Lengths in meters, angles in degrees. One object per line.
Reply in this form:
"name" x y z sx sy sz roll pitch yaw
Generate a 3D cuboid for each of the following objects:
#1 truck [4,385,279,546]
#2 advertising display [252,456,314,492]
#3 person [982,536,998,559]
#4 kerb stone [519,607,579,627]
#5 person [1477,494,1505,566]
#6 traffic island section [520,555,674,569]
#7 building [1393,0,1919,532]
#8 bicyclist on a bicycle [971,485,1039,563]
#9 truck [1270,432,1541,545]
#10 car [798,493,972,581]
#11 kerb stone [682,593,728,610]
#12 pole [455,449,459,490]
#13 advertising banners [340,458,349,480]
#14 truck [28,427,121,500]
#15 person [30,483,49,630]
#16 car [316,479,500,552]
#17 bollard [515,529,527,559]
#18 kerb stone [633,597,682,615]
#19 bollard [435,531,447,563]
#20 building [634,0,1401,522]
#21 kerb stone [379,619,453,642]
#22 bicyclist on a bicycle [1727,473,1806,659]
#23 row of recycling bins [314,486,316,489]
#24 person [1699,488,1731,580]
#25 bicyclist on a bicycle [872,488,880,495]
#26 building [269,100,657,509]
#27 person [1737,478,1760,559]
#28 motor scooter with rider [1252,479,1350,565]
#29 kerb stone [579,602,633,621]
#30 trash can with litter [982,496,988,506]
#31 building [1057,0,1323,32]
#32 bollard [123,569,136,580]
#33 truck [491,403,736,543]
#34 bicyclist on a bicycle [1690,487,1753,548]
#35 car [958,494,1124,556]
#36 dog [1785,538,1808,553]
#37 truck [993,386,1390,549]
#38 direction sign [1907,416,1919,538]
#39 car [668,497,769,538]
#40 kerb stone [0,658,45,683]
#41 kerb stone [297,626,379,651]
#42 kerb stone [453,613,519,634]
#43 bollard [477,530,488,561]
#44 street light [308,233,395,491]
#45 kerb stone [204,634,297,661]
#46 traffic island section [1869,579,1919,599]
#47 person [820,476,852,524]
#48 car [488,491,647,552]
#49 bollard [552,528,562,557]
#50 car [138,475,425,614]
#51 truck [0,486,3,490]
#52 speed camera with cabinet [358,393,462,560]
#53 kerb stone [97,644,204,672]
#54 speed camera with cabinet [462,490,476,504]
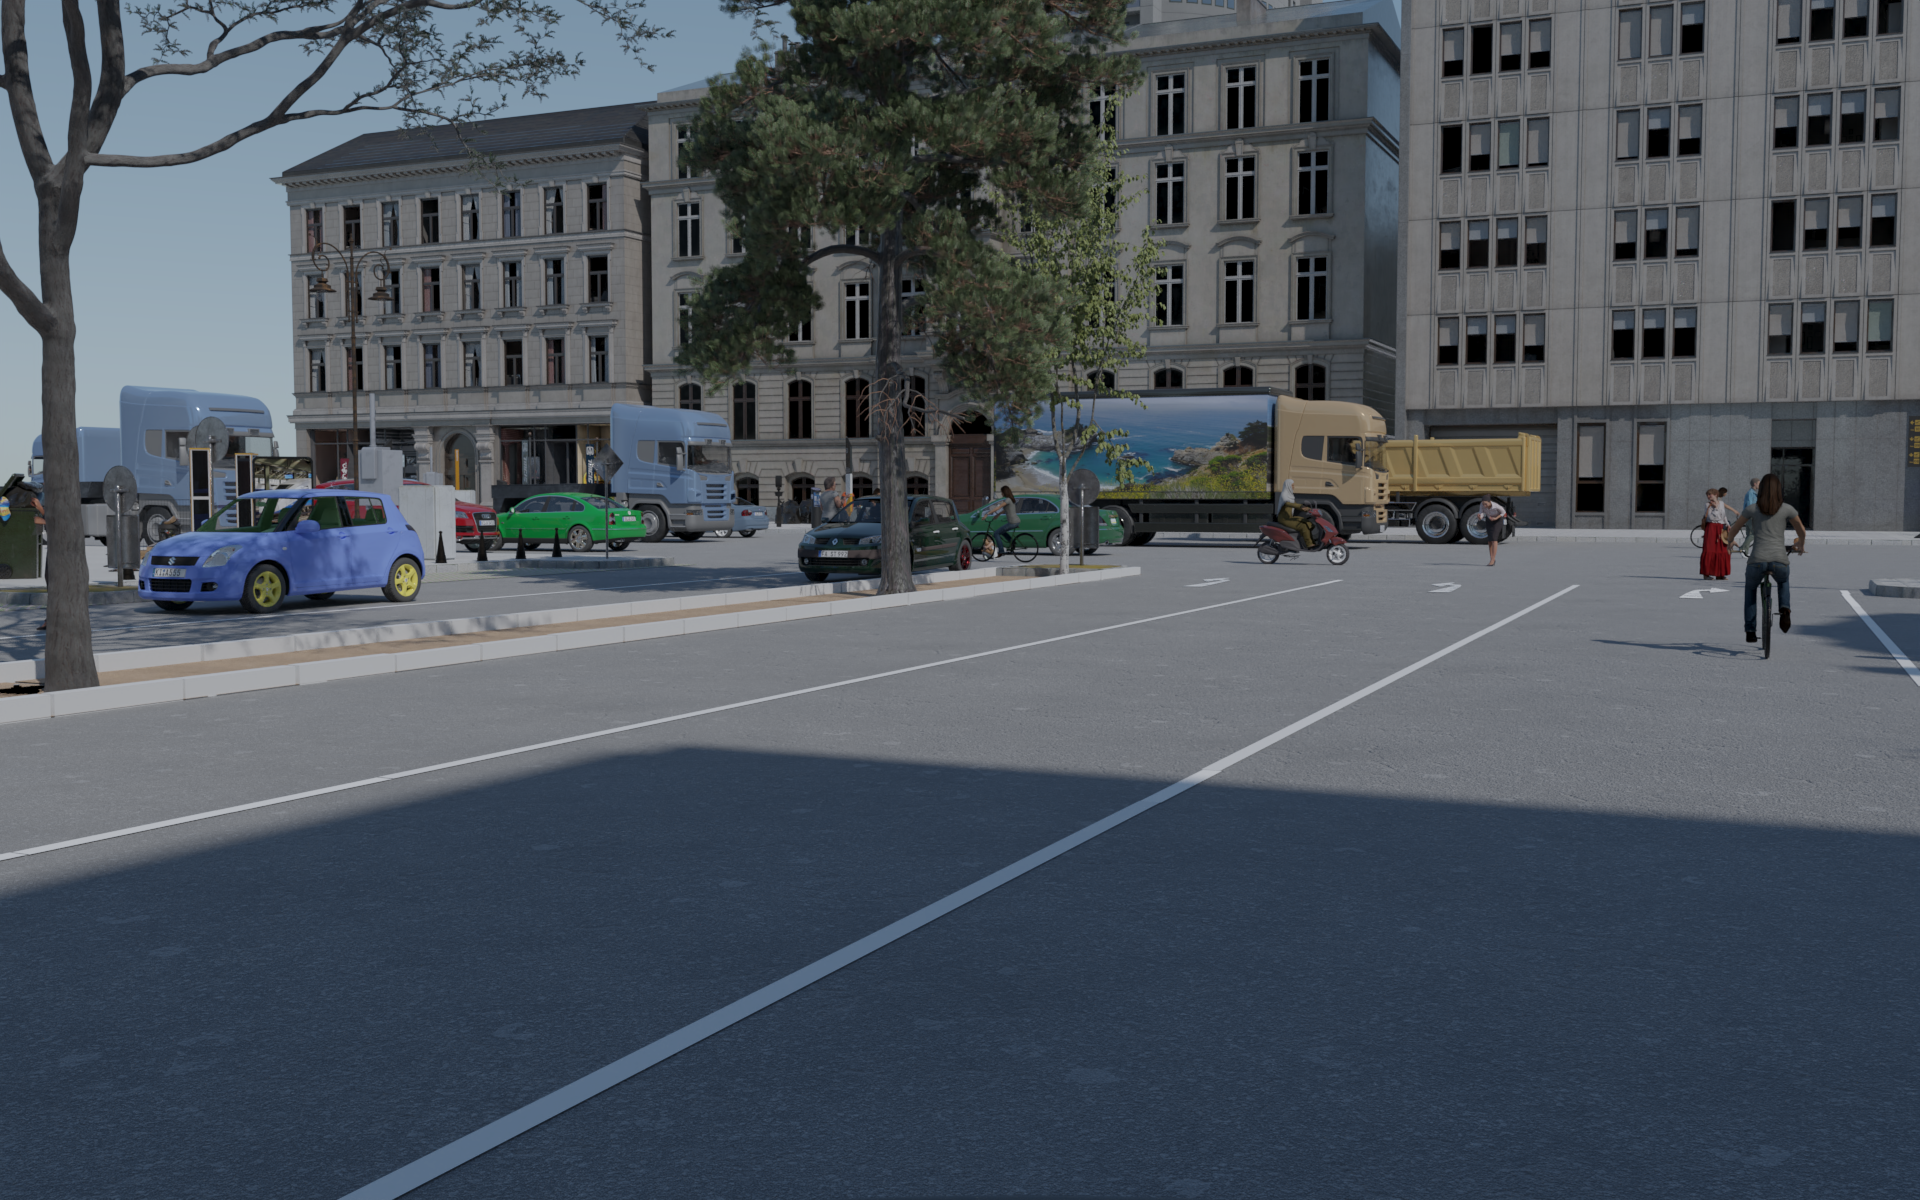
"truck" -25.357 -3.459 46.316 18.799 4.110 2.967 2 4 26
"advertising display" -11.555 -1.491 29.593 0.974 1.923 0.123 -2 4 -29
"person" 0.650 -1.168 38.080 0.357 0.543 0.381 0 4 -4
"kerb stone" -4.561 0.197 18.982 0.120 0.150 1.000 2 4 25
"person" 10.508 -1.389 34.404 0.628 1.438 0.799 0 4 5
"traffic island section" -7.028 -0.741 34.403 2.009 0.180 2.903 2 4 25
"building" 27.997 -15.188 66.339 19.932 24.808 12.078 2 4 25
"bicyclist on a bicycle" 0.910 -1.607 36.294 1.625 1.676 1.499 2 4 26
"truck" 11.939 -3.390 51.350 9.791 3.379 3.469 2 4 26
"car" -1.213 -1.201 29.416 2.009 1.686 4.222 1 4 23
"kerb stone" -3.275 0.025 21.782 0.120 0.150 1.000 2 4 25
"pole" -23.006 -5.224 79.250 0.158 3.312 0.155 0 3 0
"advertising banners" -30.439 -5.365 83.913 0.090 3.025 2.074 2 4 34
"truck" -29.193 -4.756 67.512 18.799 4.110 2.967 2 4 24
"person" -9.498 -0.498 18.105 0.593 1.643 0.415 1 4 11
"car" -13.749 -2.074 42.580 5.304 1.827 2.281 1 4 23
"bollard" -8.665 -1.108 34.156 0.229 0.601 0.229 0 3 0
"kerb stone" -3.705 0.082 20.848 0.120 0.150 1.000 2 4 25
"bollard" -9.618 -0.981 32.085 0.229 0.601 0.229 0 3 0
"building" 2.762 -15.948 79.832 34.723 24.649 14.460 2 4 25
"kerb stone" -5.424 0.311 17.117 0.120 0.150 1.000 2 4 25
"bicyclist on a bicycle" 7.219 -0.334 15.488 1.499 1.676 1.625 2 4 24
"row of recycling bins" -32.736 -4.855 86.495 1.069 1.692 3.534 0 4 7
"person" 12.574 -1.092 28.824 0.523 1.526 0.387 -1 4 -11
"bicyclist on a bicycle" -2.348 -2.462 50.279 1.625 1.676 1.499 2 4 26
"building" -32.022 -14.885 94.282 40.483 20.767 10.553 2 4 25
"person" 17.396 -1.795 38.199 0.444 1.785 0.601 2 4 28
"motor scooter with rider" 6.898 -1.598 35.096 1.986 1.779 0.876 2 4 24
"kerb stone" -4.132 0.140 19.914 0.120 0.150 1.000 2 4 25
"trash can with litter" 1.096 -3.461 67.651 1.678 1.210 2.233 0 4 2
"building" 15.882 -36.682 141.757 21.231 58.520 28.212 2 4 25
"bollard" -12.459 -0.603 25.907 0.229 0.601 0.229 0 3 0
"truck" -15.126 -3.959 54.483 18.799 4.110 2.967 2 4 23
"bicyclist on a bicycle" 20.033 -2.165 45.416 1.625 1.676 1.499 2 4 26
"car" 1.450 -1.801 41.239 4.920 1.459 2.131 2 4 24
"dog" 20.384 -1.361 42.440 0.550 0.427 0.748 0 4 3
"truck" 6.506 -3.559 47.105 11.283 4.237 2.839 2 4 25
"direction sign" 27.905 -3.559 50.179 0.876 3.537 0.379 0 4 6
"car" -8.545 -2.787 57.573 4.499 1.417 2.014 2 4 24
"kerb stone" -7.154 0.540 13.363 0.120 0.150 1.000 2 4 25
"kerb stone" -5.859 0.368 16.179 0.120 0.150 1.000 2 4 25
"kerb stone" -4.995 0.255 18.049 0.120 0.150 1.000 2 4 25
"bollard" -9.140 -1.044 33.118 0.229 0.601 0.229 0 3 0
"street light" -10.798 -3.554 30.896 0.468 5.910 1.993 2 4 25
"kerb stone" -6.282 0.429 15.229 0.120 0.150 1.000 2 4 25
"traffic island section" 14.138 -0.148 24.701 2.009 0.180 2.903 2 4 25
"person" -2.436 -1.568 34.488 0.716 1.782 0.532 3 5 41
"car" -10.221 -2.140 43.785 4.718 1.807 1.959 2 4 24
"bollard" -8.192 -1.171 35.184 0.229 0.601 0.229 0 3 0
"car" -8.594 -0.762 22.058 1.945 1.707 3.694 2 4 24
"truck" -34.023 -4.678 66.247 18.799 4.110 2.967 2 4 24
"speed camera with cabinet" -10.866 -2.426 34.006 2.038 3.252 0.660 2 4 27
"kerb stone" -6.720 0.485 14.302 0.120 0.150 1.000 2 4 25
"speed camera with cabinet" -21.401 -4.786 72.585 2.038 3.252 0.660 0 4 3
